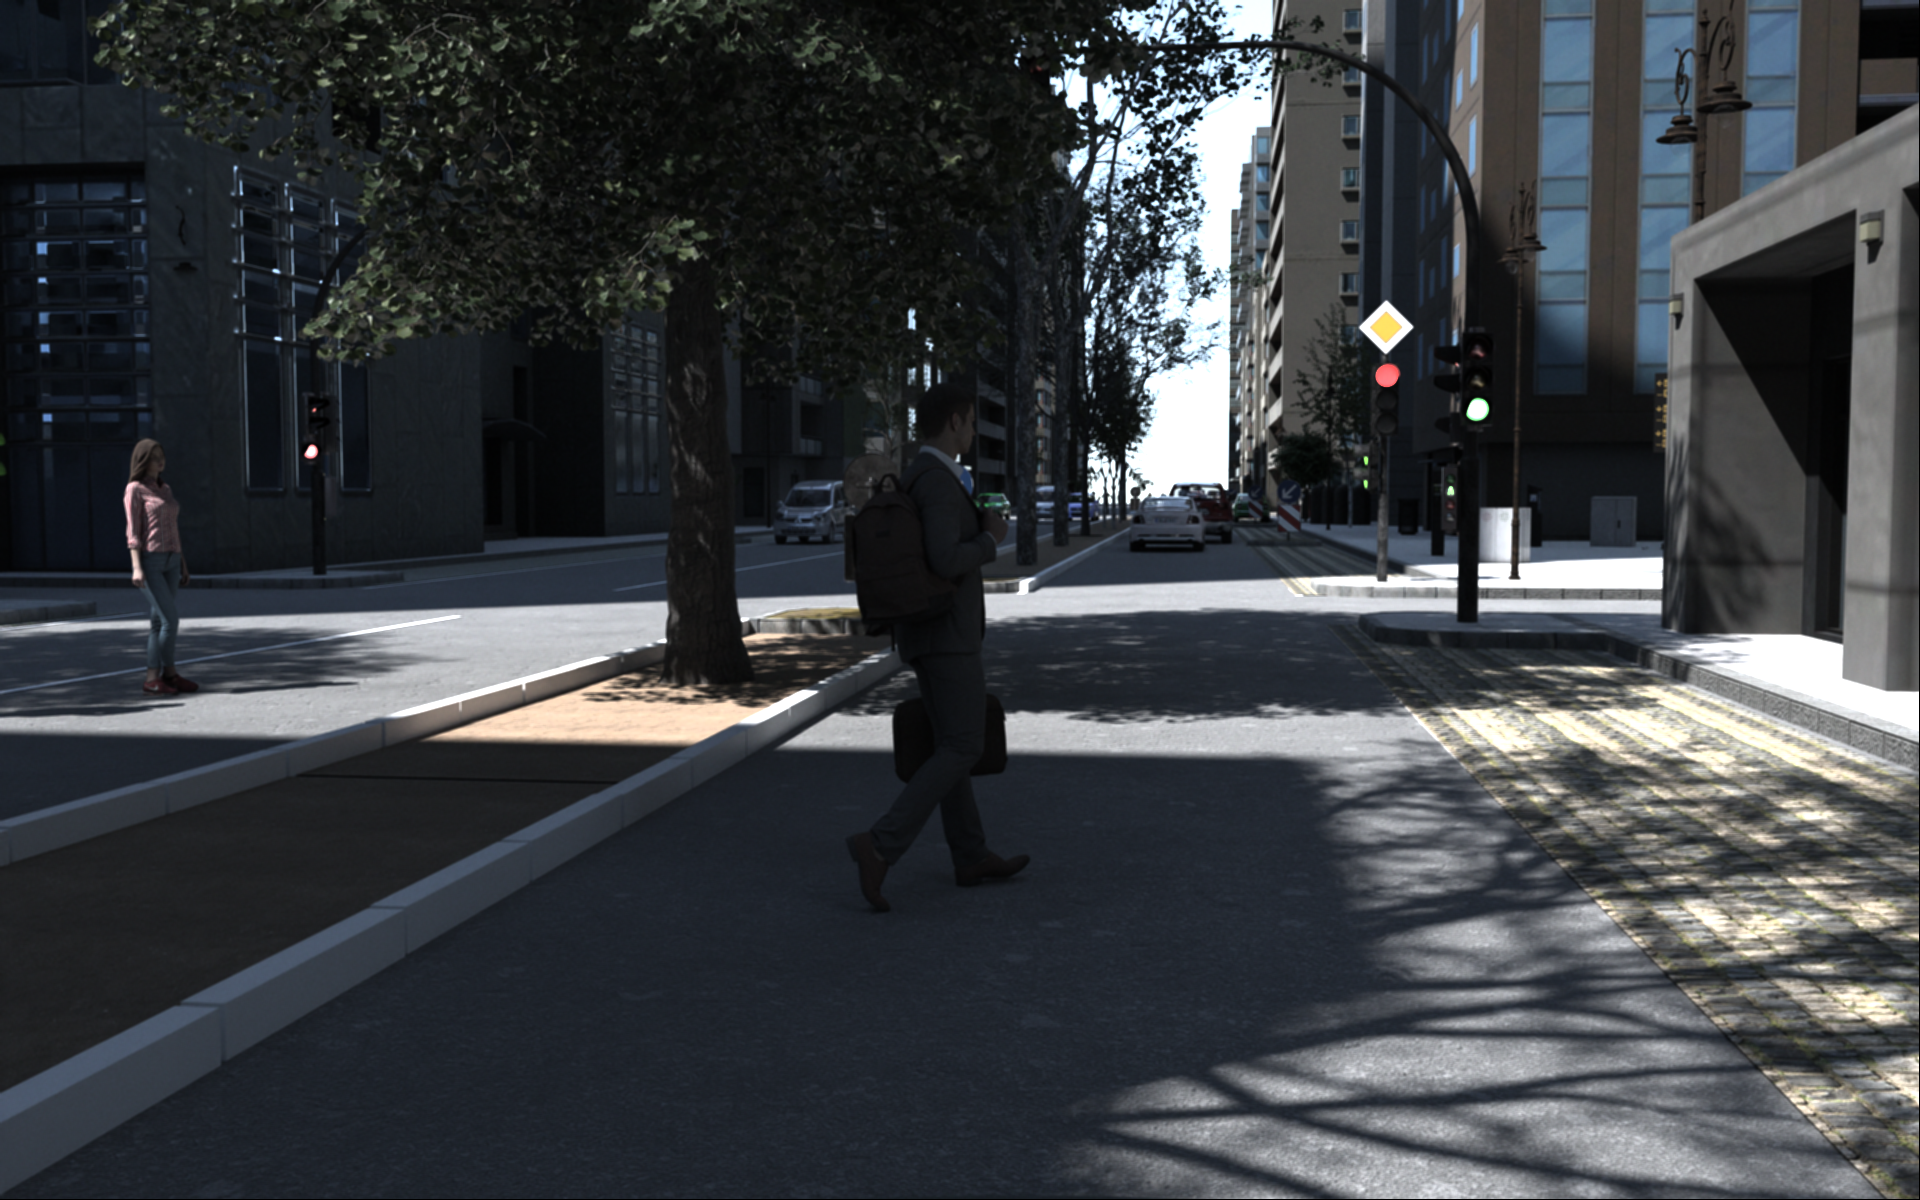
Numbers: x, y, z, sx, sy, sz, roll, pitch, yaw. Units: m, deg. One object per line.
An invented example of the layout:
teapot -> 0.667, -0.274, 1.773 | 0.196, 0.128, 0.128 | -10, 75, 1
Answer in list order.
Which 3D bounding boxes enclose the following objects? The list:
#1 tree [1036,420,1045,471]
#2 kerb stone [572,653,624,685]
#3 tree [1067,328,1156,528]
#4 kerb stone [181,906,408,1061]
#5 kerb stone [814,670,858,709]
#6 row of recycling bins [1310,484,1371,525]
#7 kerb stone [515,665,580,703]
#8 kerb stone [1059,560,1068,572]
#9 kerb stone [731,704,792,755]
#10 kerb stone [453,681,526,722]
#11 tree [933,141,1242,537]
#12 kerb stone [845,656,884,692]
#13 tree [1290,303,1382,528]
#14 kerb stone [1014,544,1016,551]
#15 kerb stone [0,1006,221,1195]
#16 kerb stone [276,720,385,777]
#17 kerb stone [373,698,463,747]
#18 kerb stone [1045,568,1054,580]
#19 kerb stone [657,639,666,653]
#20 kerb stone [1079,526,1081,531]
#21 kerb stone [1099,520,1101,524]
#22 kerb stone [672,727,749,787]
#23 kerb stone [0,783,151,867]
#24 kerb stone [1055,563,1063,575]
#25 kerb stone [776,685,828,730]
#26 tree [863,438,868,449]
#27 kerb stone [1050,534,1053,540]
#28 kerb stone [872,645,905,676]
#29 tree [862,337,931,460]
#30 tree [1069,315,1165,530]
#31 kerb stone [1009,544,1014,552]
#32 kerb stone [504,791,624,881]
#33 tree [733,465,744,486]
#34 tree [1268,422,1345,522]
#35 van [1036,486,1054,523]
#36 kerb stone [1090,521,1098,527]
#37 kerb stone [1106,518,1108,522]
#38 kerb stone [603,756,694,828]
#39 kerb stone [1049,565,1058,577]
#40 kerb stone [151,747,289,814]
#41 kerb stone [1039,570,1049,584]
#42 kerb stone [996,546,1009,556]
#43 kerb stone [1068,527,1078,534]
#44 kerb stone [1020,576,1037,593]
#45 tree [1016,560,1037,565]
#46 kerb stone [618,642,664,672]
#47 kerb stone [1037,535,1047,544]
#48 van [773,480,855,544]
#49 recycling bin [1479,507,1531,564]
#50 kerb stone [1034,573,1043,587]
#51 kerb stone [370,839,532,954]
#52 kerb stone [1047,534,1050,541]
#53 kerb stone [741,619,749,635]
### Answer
tree -> 6.705, -13.600, 172.724 | 4.737, 8.622, 4.395 | 0, 3, 0
kerb stone -> -2.823, 0.544, 13.296 | 0.120, 0.150, 1.000 | 0, 4, 8
tree -> 6.984, -7.727, 79.162 | 4.737, 8.622, 4.395 | 0, 3, 0
kerb stone -> -1.846, 1.062, 4.875 | 0.120, 0.150, 1.000 | 0, 4, 8
kerb stone -> -0.878, 0.625, 11.983 | 0.120, 0.150, 1.000 | 0, 4, 8
row of recycling bins -> 16.062, -4.046, 73.271 | 1.069, 1.692, 3.534 | -2, 4, -26
kerb stone -> -2.950, 0.606, 12.282 | 0.120, 0.150, 1.000 | 0, 4, 8
kerb stone -> 1.832, -0.587, 31.786 | 0.120, 0.150, 1.000 | 0, 4, 8
kerb stone -> -1.155, 0.751, 9.954 | 0.120, 0.150, 1.000 | 0, 4, 8
kerb stone -> -3.094, 0.670, 11.270 | 0.120, 0.150, 1.000 | 0, 4, 8
tree -> 4.229, -8.903, 58.393 | 12.009, 13.543, 11.850 | 0, 3, 0
kerb stone -> -0.737, 0.564, 12.998 | 0.120, 0.150, 1.000 | 0, 4, 8
tree -> 14.806, -7.066, 65.887 | 4.737, 8.622, 4.395 | 0, 3, 0
kerb stone -> 1.281, -1.288, 43.257 | 0.120, 0.150, 1.000 | 0, 4, 8
kerb stone -> -1.980, 1.125, 3.852 | 0.120, 0.150, 1.000 | 0, 4, 8
kerb stone -> -3.370, 0.796, 9.227 | 0.120, 0.150, 1.000 | 0, 4, 8
kerb stone -> -3.226, 0.731, 10.248 | 0.120, 0.150, 1.000 | 0, 4, 8
kerb stone -> 1.414, -0.400, 28.738 | 0.120, 0.150, 1.000 | 0, 4, 8
kerb stone -> -2.538, 0.420, 15.324 | 0.120, 0.150, 1.000 | 0, 4, 8
kerb stone -> 4.474, -2.718, 66.640 | 0.120, 0.150, 1.000 | 0, 4, 8
kerb stone -> 6.278, -3.525, 79.836 | 0.120, 0.150, 1.000 | 0, 4, 8
kerb stone -> -1.292, 0.811, 8.938 | 0.120, 0.150, 1.000 | 0, 4, 8
kerb stone -> -3.650, 0.918, 7.188 | 0.120, 0.150, 1.000 | 0, 4, 8
kerb stone -> 1.694, -0.524, 30.768 | 0.120, 0.150, 1.000 | 0, 4, 8
kerb stone -> -1.020, 0.687, 10.970 | 0.120, 0.150, 1.000 | 0, 4, 8
tree -> -5.756, -6.122, 83.810 | 4.285, 4.588, 4.351 | 0, 3, 0
kerb stone -> 2.675, -1.911, 53.441 | 0.120, 0.150, 1.000 | 0, 4, 8
kerb stone -> -0.603, 0.500, 14.014 | 0.120, 0.150, 1.000 | 0, 4, 8
tree -> -3.917, -9.731, 93.522 | 7.601, 10.594, 8.767 | 0, 4, 1
tree -> 6.145, -7.089, 68.727 | 4.360, 8.622, 3.978 | 0, 3, 0
kerb stone -> 1.139, -1.226, 42.245 | 0.120, 0.150, 1.000 | 0, 4, 8
kerb stone -> -1.574, 0.935, 6.913 | 0.120, 0.150, 1.000 | 0, 4, 8
tree -> -8.607, -4.027, 60.438 | 1.663, 3.219, 1.824 | 0, 3, 0
tree -> 15.746, -5.833, 79.076 | 4.285, 4.588, 4.351 | 0, 3, 0
van -> 4.208, -4.720, 84.186 | 2.013, 2.044, 4.112 | 1, 4, 9
kerb stone -> 6.004, -3.401, 77.809 | 0.120, 0.150, 1.000 | 0, 4, 8
kerb stone -> 7.114, -3.894, 85.928 | 0.120, 0.150, 1.000 | 0, 4, 8
kerb stone -> -1.432, 0.877, 7.925 | 0.120, 0.150, 1.000 | 0, 4, 8
kerb stone -> 1.546, -0.462, 29.754 | 0.120, 0.150, 1.000 | 0, 4, 8
kerb stone -> -3.510, 0.858, 8.208 | 0.120, 0.150, 1.000 | 0, 4, 8
kerb stone -> 1.281, -0.338, 27.717 | 0.120, 0.150, 1.000 | 0, 4, 8
kerb stone -> 1.001, -1.159, 41.230 | 0.120, 0.150, 1.000 | 0, 4, 8
kerb stone -> 4.199, -2.594, 64.612 | 0.120, 0.150, 1.000 | 0, 4, 8
kerb stone -> 0.996, -0.213, 25.693 | 0.120, 0.150, 1.000 | 0, 4, 8
tree -> 2.427, -10.689, 33.109 | 12.611, 20.169, 13.585 | 0, 3, 0
kerb stone -> -2.674, 0.485, 14.311 | 0.120, 0.150, 1.000 | 0, 4, 8
kerb stone -> 2.397, -1.786, 51.401 | 0.120, 0.150, 1.000 | 0, 4, 8
van -> -4.248, -2.679, 50.814 | 2.013, 2.044, 4.112 | 1, 4, 9
recycling bin -> 10.150, -1.206, 32.273 | 0.722, 1.027, 0.722 | 3, 5, 43
kerb stone -> 1.136, -0.272, 26.705 | 0.120, 0.150, 1.000 | 0, 4, 8
kerb stone -> -1.712, 0.997, 5.890 | 0.120, 0.150, 1.000 | 0, 4, 8
kerb stone -> 2.532, -1.846, 52.414 | 0.120, 0.150, 1.000 | 0, 4, 8
kerb stone -> -2.259, 0.296, 17.351 | 0.120, 0.150, 1.000 | 0, 4, 8
